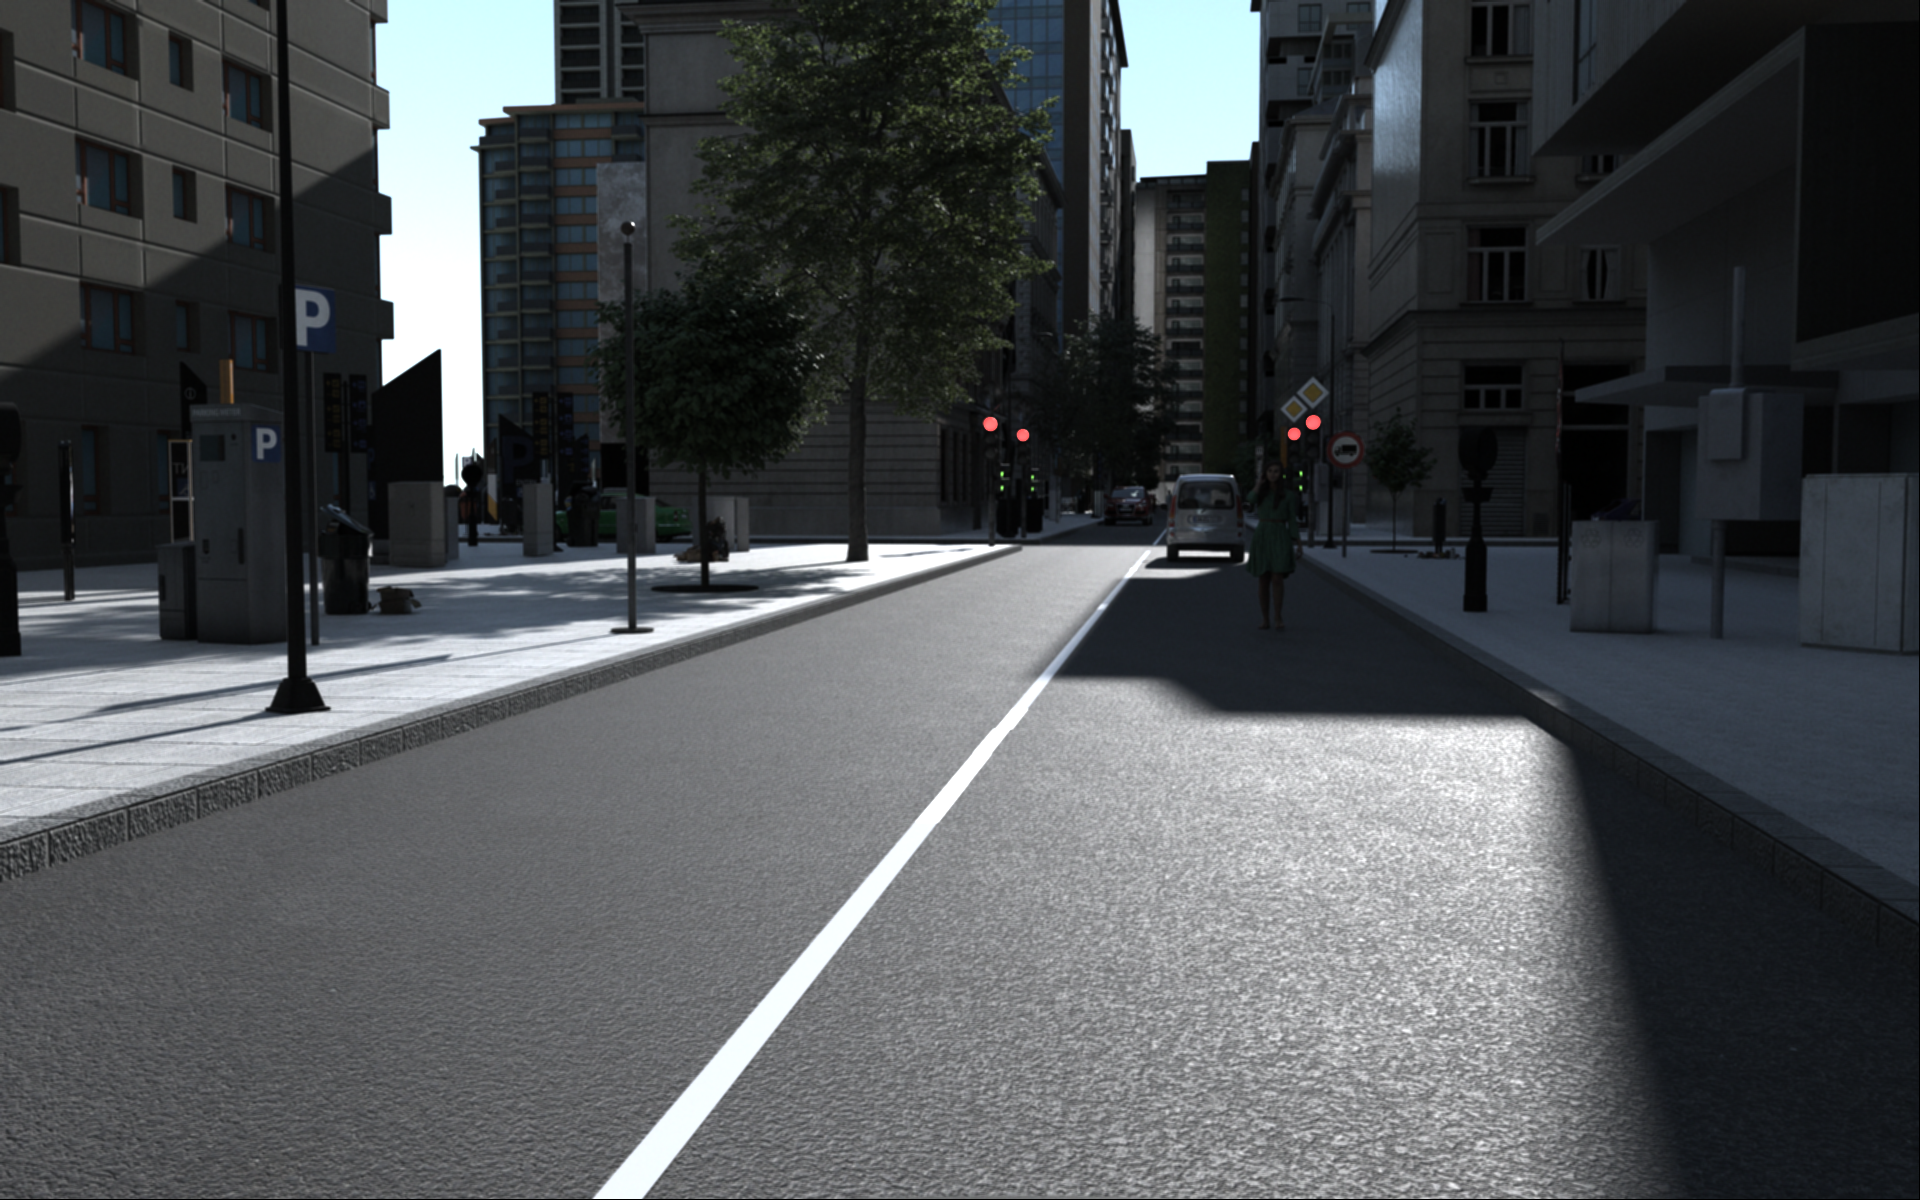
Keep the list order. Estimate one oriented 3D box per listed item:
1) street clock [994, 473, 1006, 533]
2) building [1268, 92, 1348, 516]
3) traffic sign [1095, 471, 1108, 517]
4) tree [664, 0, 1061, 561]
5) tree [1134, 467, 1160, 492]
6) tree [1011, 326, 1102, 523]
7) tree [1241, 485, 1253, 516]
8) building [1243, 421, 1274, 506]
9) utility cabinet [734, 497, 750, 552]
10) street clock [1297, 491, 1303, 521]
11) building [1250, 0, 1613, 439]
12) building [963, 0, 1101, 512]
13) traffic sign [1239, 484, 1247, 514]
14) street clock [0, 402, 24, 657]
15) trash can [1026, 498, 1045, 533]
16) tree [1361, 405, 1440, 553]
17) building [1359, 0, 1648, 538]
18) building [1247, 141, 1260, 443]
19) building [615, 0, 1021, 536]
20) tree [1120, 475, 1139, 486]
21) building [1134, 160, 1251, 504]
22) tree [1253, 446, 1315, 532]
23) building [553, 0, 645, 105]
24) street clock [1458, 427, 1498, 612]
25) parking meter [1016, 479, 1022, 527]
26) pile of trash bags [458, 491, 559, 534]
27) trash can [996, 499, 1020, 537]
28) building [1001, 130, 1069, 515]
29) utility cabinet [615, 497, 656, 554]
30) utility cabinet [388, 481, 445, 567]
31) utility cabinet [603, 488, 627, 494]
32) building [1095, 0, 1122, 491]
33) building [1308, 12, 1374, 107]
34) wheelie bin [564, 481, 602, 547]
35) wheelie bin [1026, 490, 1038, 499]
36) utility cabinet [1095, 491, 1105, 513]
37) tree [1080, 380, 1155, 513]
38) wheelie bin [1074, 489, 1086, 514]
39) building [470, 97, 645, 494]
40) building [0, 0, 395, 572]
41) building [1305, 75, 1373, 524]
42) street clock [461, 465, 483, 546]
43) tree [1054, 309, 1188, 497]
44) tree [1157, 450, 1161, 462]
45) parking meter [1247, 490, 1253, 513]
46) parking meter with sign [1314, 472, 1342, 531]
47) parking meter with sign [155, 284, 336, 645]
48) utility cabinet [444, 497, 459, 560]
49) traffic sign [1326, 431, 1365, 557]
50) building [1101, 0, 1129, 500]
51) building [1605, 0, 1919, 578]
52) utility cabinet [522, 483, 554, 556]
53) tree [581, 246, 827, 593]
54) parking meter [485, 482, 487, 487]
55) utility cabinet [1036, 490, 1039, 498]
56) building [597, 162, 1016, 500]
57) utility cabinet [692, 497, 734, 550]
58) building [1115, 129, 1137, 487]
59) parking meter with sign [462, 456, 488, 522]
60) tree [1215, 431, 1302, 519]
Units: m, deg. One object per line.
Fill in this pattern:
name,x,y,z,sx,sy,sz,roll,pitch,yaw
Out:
street clock,1.308,-3.257,57.815,0.471,2.002,0.358,-1,4,-8
building,26.210,-19.110,109.708,12.463,27.353,25.104,0,4,8
traffic sign,7.692,-5.797,94.778,0.884,2.594,0.081,1,4,11
tree,-1.570,-7.007,32.694,7.486,12.596,7.792,0,3,0
tree,20.724,-12.748,192.141,4.285,4.588,4.351,0,3,0
tree,4.255,-7.631,75.132,4.360,8.622,3.978,0,3,0
tree,17.181,-6.548,101.666,1.663,3.219,1.824,0,3,0
building,40.612,-45.603,183.858,20.563,71.187,20.611,0,4,8
utility cabinet,-4.888,-1.704,39.029,0.306,1.237,1.020,0,4,-7
street clock,16.345,-4.798,83.011,0.358,2.002,0.471,3,4,36
building,41.548,-34.913,160.066,28.713,52.752,27.495,0,4,8
building,3.418,-29.507,132.557,14.600,45.320,14.200,0,4,8
traffic sign,18.144,-6.716,109.816,0.884,2.594,0.081,1,4,14
street clock,-7.581,-0.558,13.688,0.358,2.002,0.471,-3,5,-43
trash can,2.442,-2.807,57.545,0.748,1.137,0.748,0,3,0
tree,9.638,-2.643,37.821,1.663,3.219,1.824,0,3,0
building,28.544,-13.624,56.034,30.059,22.955,16.112,0,4,8
building,42.840,-34.482,213.896,14.200,45.320,14.600,0,4,8
building,-4.047,-12.089,62.281,10.561,19.102,19.286,0,4,8
tree,17.151,-10.842,171.874,1.663,3.219,1.824,0,3,0
building,28.769,-32.533,215.501,14.086,41.232,14.154,0,4,8
tree,11.299,-3.967,59.455,1.663,3.219,1.824,0,3,0
building,-40.208,-48.276,227.571,20.611,71.187,20.563,0,4,8
street clock,5.630,-0.874,18.868,0.358,2.002,0.471,3,5,44
parking meter,2.346,-3.724,66.594,0.255,1.863,0.399,3,5,42
pile of trash bags,-14.421,-2.814,55.758,3.447,1.369,1.912,0,4,0
trash can,1.453,-2.476,52.138,0.748,1.137,0.748,0,3,0
building,0.250,-16.820,103.891,11.050,23.489,19.941,0,4,8
utility cabinet,-7.030,-1.612,37.519,1.020,1.237,0.306,3,5,41
utility cabinet,-9.542,-1.327,30.368,1.173,1.500,0.318,2,4,35
utility cabinet,-12.229,-3.264,62.047,1.173,1.500,0.318,2,4,27
building,2.336,-32.759,155.221,23.786,49.044,30.456,0,4,8
building,40.152,-27.084,134.706,32.217,40.220,23.993,0,4,8
wheelie bin,-9.163,-2.102,42.275,0.693,1.594,0.980,2,4,35
wheelie bin,3.047,-4.131,75.451,0.693,1.594,0.980,-1,4,-15
utility cabinet,9.442,-6.581,116.283,0.318,1.500,1.173,-1,4,-22
tree,9.442,-9.839,111.237,4.737,8.622,4.395,0,3,0
wheelie bin,7.891,-6.472,113.733,0.693,1.594,0.980,-1,4,-18
building,-37.977,-33.007,194.291,28.867,44.769,22.147,0,4,8
building,-29.827,-11.295,29.719,28.899,21.520,27.650,0,4,8
building,24.399,-14.883,85.139,13.314,21.916,24.055,0,4,8
street clock,-12.038,-2.335,42.742,0.471,2.002,0.358,-2,4,-32
tree,10.620,-13.034,119.763,9.857,13.997,8.962,0,3,0
tree,19.117,-14.088,180.707,4.737,8.622,4.395,0,3,0
parking meter,19.448,-6.740,115.909,0.399,1.863,0.255,1,4,9
parking meter with sign,13.113,-3.975,61.247,1.738,3.016,0.543,-3,4,-37
parking meter with sign,-6.224,-1.144,14.959,1.738,3.016,0.543,2,4,25
utility cabinet,-10.118,-1.401,34.064,0.306,1.237,1.020,0,4,-4
traffic sign,7.794,-2.137,35.052,0.768,2.556,0.104,1,4,13
building,3.598,-36.491,185.868,27.495,52.752,28.713,0,4,8
building,24.035,-26.482,22.212,28.713,52.752,27.495,0,4,8
utility cabinet,-8.778,-1.671,35.994,0.318,1.500,1.173,0,4,3
tree,-3.368,-2.414,23.188,4.285,4.588,4.351,0,3,0
parking meter,-23.861,-4.962,86.841,0.255,1.863,0.399,-1,4,-16
utility cabinet,3.579,-4.941,89.466,0.318,1.500,1.173,3,5,40
building,-5.954,-13.045,80.730,16.820,18.784,16.811,0,4,8
utility cabinet,-5.654,-1.746,39.714,0.306,1.237,1.020,3,5,44
building,11.536,-36.530,220.966,21.600,48.544,21.300,0,4,8
parking meter with sign,-22.517,-5.175,80.871,0.543,3.016,1.738,1,4,17
tree,16.248,-6.742,93.940,4.285,4.588,4.351,0,3,0
